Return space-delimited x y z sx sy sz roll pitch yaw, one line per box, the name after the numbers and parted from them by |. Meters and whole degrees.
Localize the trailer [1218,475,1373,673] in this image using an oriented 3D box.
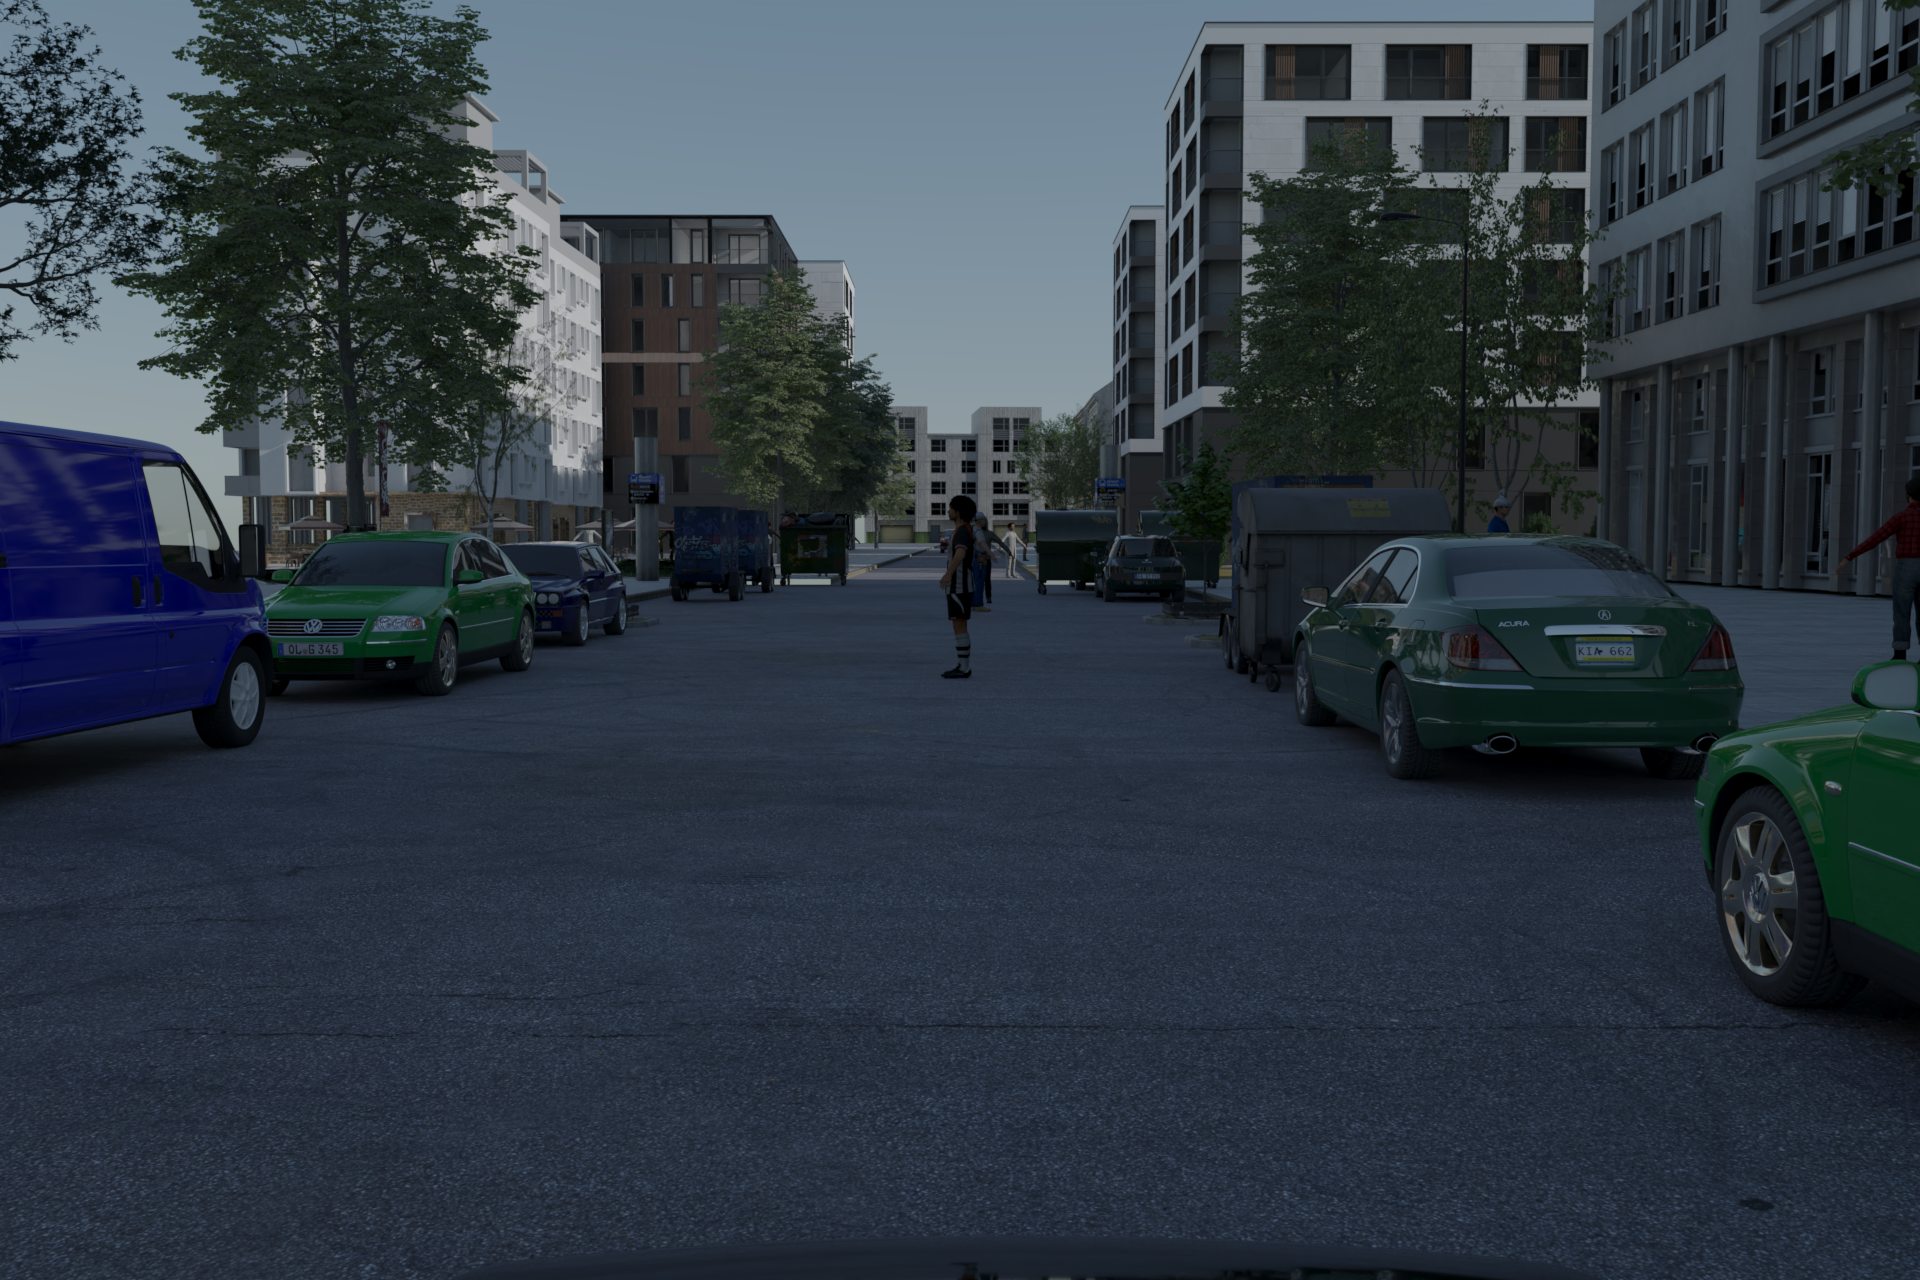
3.541 -0.719 18.806 1.471 1.999 3.904 0 4 0 | trailer

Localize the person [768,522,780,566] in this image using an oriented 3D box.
-7.243 -3.584 65.314 1.216 1.740 0.721 -1 4 -19 | person

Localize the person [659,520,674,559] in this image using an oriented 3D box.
-10.666 -3.579 64.705 1.347 1.806 0.705 -1 4 -20 | person

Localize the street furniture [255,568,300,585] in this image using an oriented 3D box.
-29.337 -2.852 51.655 27.439 1.986 14.083 1 4 10 | street furniture

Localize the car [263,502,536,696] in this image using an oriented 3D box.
-5.408 -0.485 16.733 1.959 1.807 4.718 0 3 0 | car

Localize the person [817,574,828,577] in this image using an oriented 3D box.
-4.157 -2.633 52.321 0.991 1.433 0.599 -1 4 -16 | person

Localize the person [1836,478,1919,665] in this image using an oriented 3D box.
9.075 -0.636 16.502 1.345 1.816 0.704 0 4 3 | person

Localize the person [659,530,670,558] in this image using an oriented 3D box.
-15.367 -5.057 88.448 1.354 1.858 0.705 1 4 11 | person

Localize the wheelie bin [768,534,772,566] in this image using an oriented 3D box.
-6.293 -2.848 54.467 0.693 1.594 0.980 0 4 1 | wheelie bin

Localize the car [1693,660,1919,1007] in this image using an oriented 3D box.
3.315 0.299 3.901 1.959 1.807 4.718 0 4 0 | car

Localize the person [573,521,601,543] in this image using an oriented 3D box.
-15.372 -4.004 71.648 1.347 1.806 0.705 -1 4 -12 | person

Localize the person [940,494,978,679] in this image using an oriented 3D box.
-0.023 -0.532 17.299 0.704 1.843 1.345 0 4 5 | person

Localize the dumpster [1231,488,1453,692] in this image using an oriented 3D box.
3.532 -0.485 16.147 1.865 1.857 1.264 0 4 0 | dumpster

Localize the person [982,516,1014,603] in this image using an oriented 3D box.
0.470 -1.672 35.930 1.348 1.813 0.705 1 4 14 | person

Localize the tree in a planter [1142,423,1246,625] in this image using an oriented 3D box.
3.980 -1.885 28.038 1.991 3.239 1.994 0 4 1 | tree in a planter

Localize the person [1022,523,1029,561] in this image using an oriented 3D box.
3.140 -4.678 82.755 0.705 1.796 1.348 0 4 6 | person

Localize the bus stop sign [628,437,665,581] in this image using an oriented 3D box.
-8.553 -3.567 47.328 0.837 3.901 0.837 0 4 1 | bus stop sign

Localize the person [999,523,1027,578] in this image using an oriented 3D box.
1.690 -2.939 56.696 0.705 1.806 1.347 3 5 43 | person

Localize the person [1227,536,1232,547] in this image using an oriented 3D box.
8.055 -2.589 48.516 1.348 1.807 0.705 -1 4 -17 | person

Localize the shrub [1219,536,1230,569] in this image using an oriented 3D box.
8.105 -3.226 57.160 1.690 2.028 1.600 0 3 0 | shrub

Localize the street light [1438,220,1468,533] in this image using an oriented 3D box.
7.832 -3.214 25.092 1.470 5.913 1.316 0 4 0 | street light

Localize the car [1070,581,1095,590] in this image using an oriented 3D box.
3.882 -2.028 45.520 2.083 1.381 4.827 0 4 1 | car

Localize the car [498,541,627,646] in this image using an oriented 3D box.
-5.649 -0.658 23.333 1.945 1.354 3.894 0 4 0 | car

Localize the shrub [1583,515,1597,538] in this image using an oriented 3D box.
19.657 -2.960 52.807 1.690 2.028 1.600 0 3 0 | shrub

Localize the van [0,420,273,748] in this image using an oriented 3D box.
-5.748 -0.338 9.908 2.240 2.365 5.245 0 4 1 | van

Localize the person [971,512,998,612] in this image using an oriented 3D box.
0.375 -1.453 32.069 0.705 1.847 1.347 -1 4 -18 | person

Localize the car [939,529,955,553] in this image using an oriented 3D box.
-0.467 -7.516 131.560 2.281 1.827 5.304 0 4 0 | car

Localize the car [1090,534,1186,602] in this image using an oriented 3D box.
3.894 -1.719 37.895 2.009 1.686 4.222 0 4 0 | car

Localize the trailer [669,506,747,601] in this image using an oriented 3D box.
-5.407 -1.799 36.458 1.471 1.999 3.904 0 4 1 | trailer

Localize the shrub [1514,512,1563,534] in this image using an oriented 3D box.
19.126 -3.257 57.290 1.661 2.075 1.752 0 3 0 | shrub

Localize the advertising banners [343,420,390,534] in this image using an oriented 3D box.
-8.929 -1.835 26.185 0.090 3.025 2.074 0 3 0 | advertising banners

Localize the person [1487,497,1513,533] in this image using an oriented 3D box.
8.326 -1.267 26.595 0.705 1.842 1.347 3 4 38 | person

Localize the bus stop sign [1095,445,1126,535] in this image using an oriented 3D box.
4.449 -3.812 51.337 0.837 3.901 0.837 0 4 0 | bus stop sign

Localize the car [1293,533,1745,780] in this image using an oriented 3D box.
3.449 0.016 11.537 2.131 1.459 4.920 0 4 0 | car

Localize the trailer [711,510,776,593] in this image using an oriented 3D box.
-5.325 -2.121 41.733 1.471 1.999 3.904 0 4 1 | trailer

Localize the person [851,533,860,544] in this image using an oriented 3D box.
-4.370 -3.593 64.520 1.354 1.856 0.705 -2 4 -26 | person
